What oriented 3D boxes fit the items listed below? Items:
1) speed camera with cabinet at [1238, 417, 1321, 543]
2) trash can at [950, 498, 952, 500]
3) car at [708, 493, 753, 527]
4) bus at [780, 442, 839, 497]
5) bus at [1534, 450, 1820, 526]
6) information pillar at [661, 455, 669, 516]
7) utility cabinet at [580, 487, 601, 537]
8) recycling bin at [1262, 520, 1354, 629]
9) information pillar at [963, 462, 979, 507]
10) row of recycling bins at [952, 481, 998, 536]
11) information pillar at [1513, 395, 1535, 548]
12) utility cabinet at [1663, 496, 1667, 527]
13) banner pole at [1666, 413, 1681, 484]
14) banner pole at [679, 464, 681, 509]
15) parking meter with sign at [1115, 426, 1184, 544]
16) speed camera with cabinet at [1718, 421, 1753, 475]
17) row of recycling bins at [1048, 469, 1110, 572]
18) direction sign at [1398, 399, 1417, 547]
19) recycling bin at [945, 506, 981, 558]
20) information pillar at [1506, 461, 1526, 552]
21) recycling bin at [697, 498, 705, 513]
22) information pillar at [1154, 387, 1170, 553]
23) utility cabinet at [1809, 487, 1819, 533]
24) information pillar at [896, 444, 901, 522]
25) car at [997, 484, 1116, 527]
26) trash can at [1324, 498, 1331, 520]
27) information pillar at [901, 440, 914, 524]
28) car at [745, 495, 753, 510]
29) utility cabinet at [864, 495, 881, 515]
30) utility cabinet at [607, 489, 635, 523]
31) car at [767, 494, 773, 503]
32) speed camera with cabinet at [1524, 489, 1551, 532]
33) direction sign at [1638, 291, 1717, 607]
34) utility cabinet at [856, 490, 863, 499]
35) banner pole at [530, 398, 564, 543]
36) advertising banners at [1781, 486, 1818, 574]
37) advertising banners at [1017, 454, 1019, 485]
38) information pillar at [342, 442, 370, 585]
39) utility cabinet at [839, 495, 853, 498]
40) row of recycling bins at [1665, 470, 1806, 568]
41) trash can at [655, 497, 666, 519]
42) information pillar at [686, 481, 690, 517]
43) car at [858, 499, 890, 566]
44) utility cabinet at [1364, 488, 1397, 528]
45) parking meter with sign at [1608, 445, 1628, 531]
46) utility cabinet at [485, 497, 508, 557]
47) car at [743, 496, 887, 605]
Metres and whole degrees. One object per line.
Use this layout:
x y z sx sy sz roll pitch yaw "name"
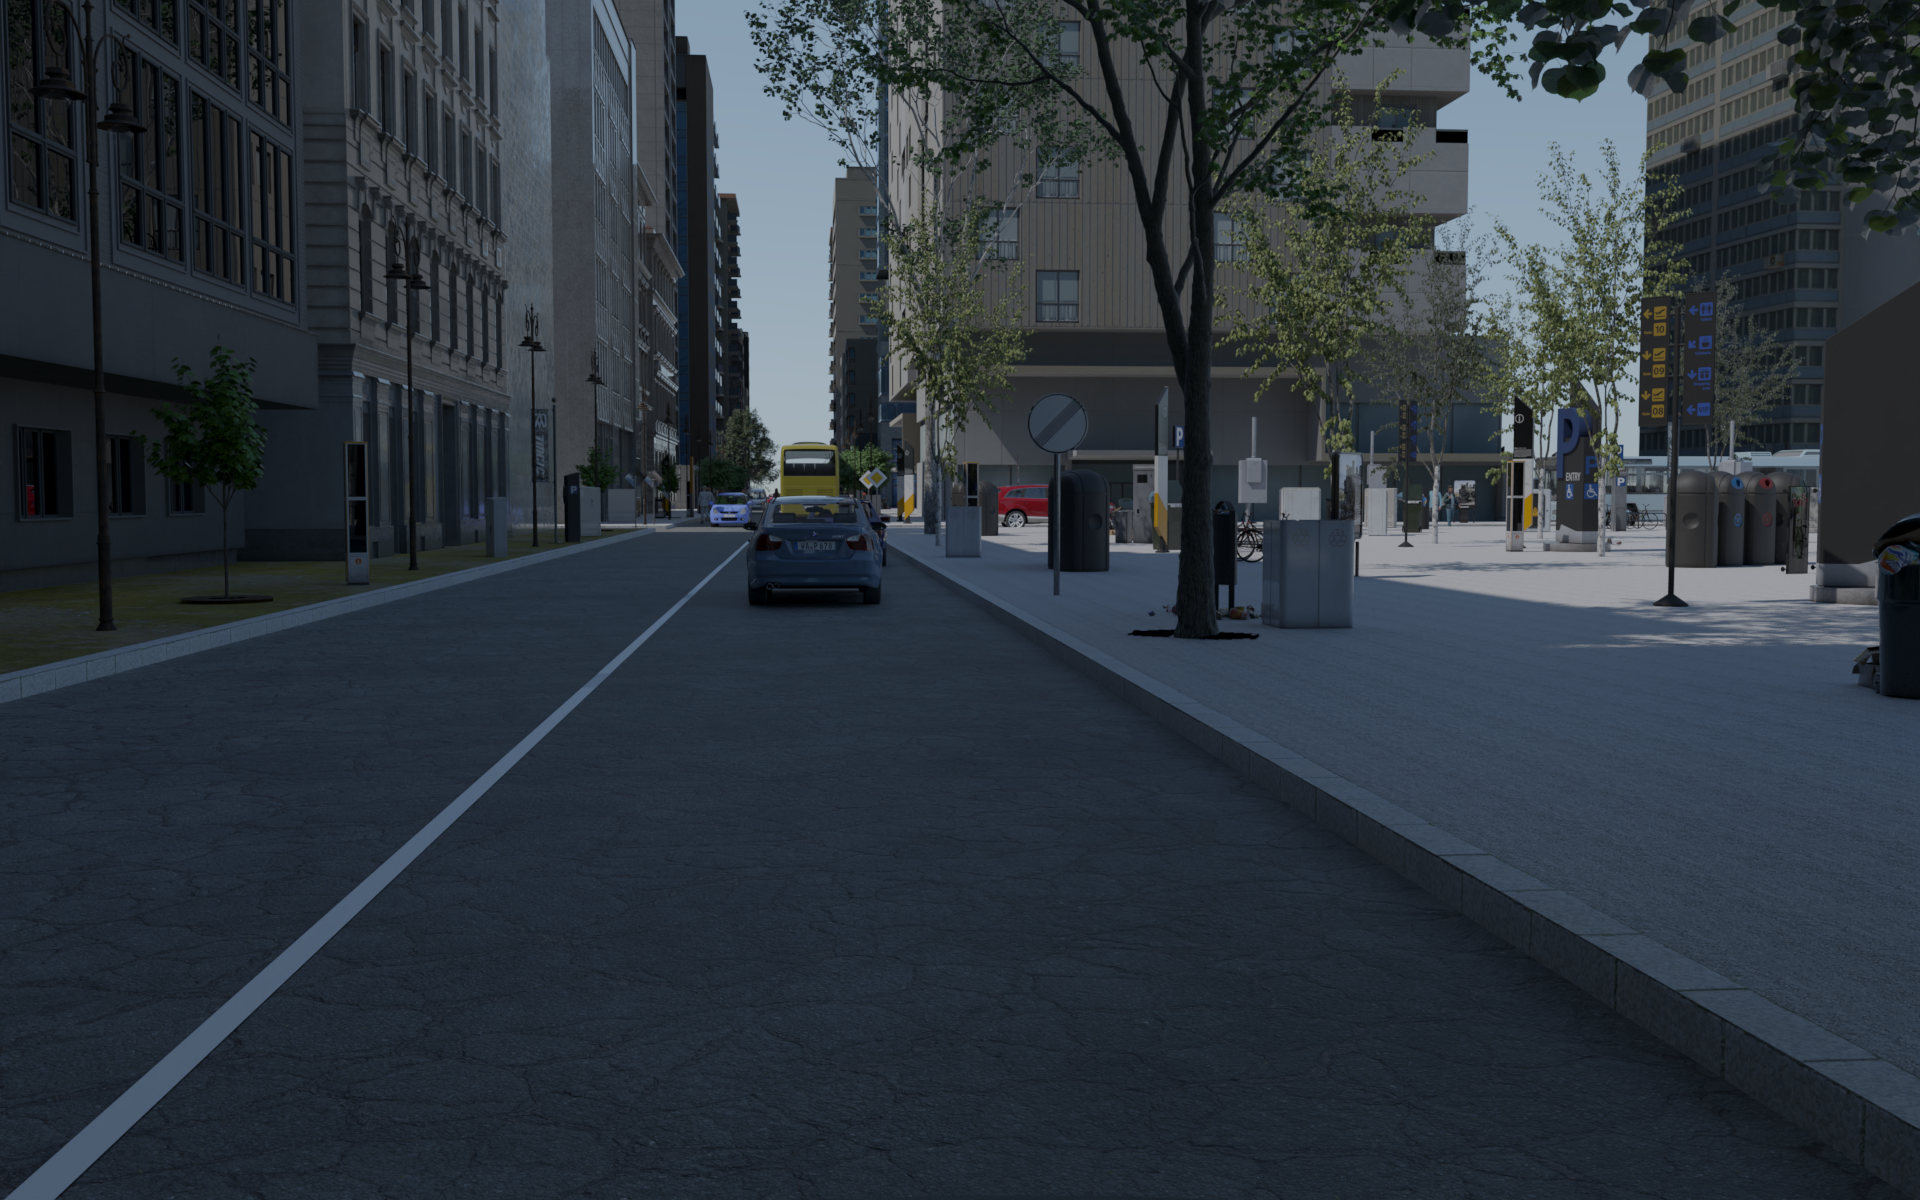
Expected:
8.261 -3.086 44.786 2.038 3.252 0.660 0 4 2 "speed camera with cabinet"
-0.009 -3.278 65.248 0.748 1.137 0.748 0 3 0 "trash can"
-10.012 -4.051 75.832 1.945 1.707 3.694 0 4 -5 "car"
-6.994 -5.441 80.506 2.896 3.916 12.252 0 4 -5 "bus"
29.731 -4.709 71.858 13.247 3.499 2.948 0 4 -6 "bus"
-17.060 -6.671 100.428 0.504 3.616 0.183 1 4 20 "information pillar"
-11.216 -2.653 52.058 0.318 1.500 1.173 1 4 18 "utility cabinet"
3.376 -0.262 16.831 0.722 1.027 0.722 0 4 -5 "recycling bin"
0.254 -2.166 39.902 0.304 2.012 0.304 -1 4 -14 "information pillar"
0.417 -2.889 54.352 1.069 1.692 3.534 -1 4 -12 "row of recycling bins"
13.271 -3.028 40.855 0.504 3.616 0.183 3 5 40 "information pillar"
28.100 -3.464 67.795 1.020 1.237 0.306 1 4 18 "utility cabinet"
21.847 -3.855 53.051 0.863 3.779 0.401 -3 5 -40 "banner pole"
-23.602 -9.538 145.957 0.401 3.779 0.863 -1 4 -19 "banner pole"
4.872 -2.974 44.889 1.738 3.016 0.543 2 4 30 "parking meter with sign"
21.376 -3.182 46.365 0.660 3.252 2.038 -2 4 -32 "speed camera with cabinet"
2.000 -1.407 30.112 1.069 1.692 3.534 0 4 0 "row of recycling bins"
10.793 -3.047 41.814 0.379 3.537 0.876 3 5 42 "direction sign"
0.064 -1.393 35.337 0.722 1.027 0.722 0 4 -1 "recycling bin"
12.333 -2.078 38.461 0.304 2.012 0.304 0 4 -4 "information pillar"
-17.345 -6.401 117.211 0.722 1.027 0.722 -2 4 -30 "recycling bin"
4.388 -2.835 37.713 0.183 3.616 0.504 2 4 32 "information pillar"
27.899 -2.944 56.812 1.173 1.500 0.318 2 4 29 "utility cabinet"
-2.710 -5.469 80.775 0.504 3.616 0.183 1 4 20 "information pillar"
3.595 -3.679 68.816 5.304 1.827 2.281 0 4 -5 "car"
12.780 -2.893 58.950 0.748 1.137 0.748 0 3 0 "trash can"
-2.201 -5.106 74.832 0.504 3.616 0.183 3 4 36 "information pillar"
-13.991 -5.920 108.801 2.014 1.417 4.499 0 4 -5 "car"
-5.380 -5.816 106.256 1.020 1.237 0.306 -2 4 -26 "utility cabinet"
-15.014 -4.163 76.743 1.173 1.500 0.318 -1 4 -18 "utility cabinet"
-25.512 -13.958 237.250 2.155 1.783 4.494 0 4 -7 "car"
19.940 -3.922 58.454 2.038 3.252 0.660 0 4 5 "speed camera with cabinet"
8.143 -1.697 19.739 0.379 3.537 0.876 -3 5 -40 "direction sign"
-6.019 -5.840 104.162 0.318 1.500 1.173 0 4 3 "utility cabinet"
-10.722 -3.357 44.898 0.863 3.779 0.401 -2 4 -31 "banner pole"
14.110 -1.948 28.031 2.074 3.025 0.090 -2 4 -23 "advertising banners"
2.458 -4.784 74.409 0.090 3.025 2.074 0 4 4 "advertising banners"
-8.519 -1.220 24.440 0.304 2.012 0.304 -2 4 -25 "information pillar"
-8.096 -6.823 122.720 1.020 1.237 0.306 1 4 14 "utility cabinet"
13.898 -1.466 31.085 3.534 1.692 1.069 -2 4 -34 "row of recycling bins"
-15.734 -4.834 90.693 0.748 1.137 0.748 0 3 0 "trash can"
-14.971 -5.591 95.910 0.304 2.012 0.304 1 4 10 "information pillar"
-2.402 -1.417 35.747 1.945 1.354 3.894 0 4 -4 "car"
15.967 -3.491 65.749 1.173 1.500 0.318 2 4 35 "utility cabinet"
22.870 -3.908 60.159 0.543 3.016 1.738 1 4 12 "parking meter with sign"
-9.555 -1.498 35.661 0.306 1.237 1.020 -2 4 -24 "utility cabinet"
-1.991 -0.721 23.786 2.014 1.417 4.499 0 4 -5 "car"
